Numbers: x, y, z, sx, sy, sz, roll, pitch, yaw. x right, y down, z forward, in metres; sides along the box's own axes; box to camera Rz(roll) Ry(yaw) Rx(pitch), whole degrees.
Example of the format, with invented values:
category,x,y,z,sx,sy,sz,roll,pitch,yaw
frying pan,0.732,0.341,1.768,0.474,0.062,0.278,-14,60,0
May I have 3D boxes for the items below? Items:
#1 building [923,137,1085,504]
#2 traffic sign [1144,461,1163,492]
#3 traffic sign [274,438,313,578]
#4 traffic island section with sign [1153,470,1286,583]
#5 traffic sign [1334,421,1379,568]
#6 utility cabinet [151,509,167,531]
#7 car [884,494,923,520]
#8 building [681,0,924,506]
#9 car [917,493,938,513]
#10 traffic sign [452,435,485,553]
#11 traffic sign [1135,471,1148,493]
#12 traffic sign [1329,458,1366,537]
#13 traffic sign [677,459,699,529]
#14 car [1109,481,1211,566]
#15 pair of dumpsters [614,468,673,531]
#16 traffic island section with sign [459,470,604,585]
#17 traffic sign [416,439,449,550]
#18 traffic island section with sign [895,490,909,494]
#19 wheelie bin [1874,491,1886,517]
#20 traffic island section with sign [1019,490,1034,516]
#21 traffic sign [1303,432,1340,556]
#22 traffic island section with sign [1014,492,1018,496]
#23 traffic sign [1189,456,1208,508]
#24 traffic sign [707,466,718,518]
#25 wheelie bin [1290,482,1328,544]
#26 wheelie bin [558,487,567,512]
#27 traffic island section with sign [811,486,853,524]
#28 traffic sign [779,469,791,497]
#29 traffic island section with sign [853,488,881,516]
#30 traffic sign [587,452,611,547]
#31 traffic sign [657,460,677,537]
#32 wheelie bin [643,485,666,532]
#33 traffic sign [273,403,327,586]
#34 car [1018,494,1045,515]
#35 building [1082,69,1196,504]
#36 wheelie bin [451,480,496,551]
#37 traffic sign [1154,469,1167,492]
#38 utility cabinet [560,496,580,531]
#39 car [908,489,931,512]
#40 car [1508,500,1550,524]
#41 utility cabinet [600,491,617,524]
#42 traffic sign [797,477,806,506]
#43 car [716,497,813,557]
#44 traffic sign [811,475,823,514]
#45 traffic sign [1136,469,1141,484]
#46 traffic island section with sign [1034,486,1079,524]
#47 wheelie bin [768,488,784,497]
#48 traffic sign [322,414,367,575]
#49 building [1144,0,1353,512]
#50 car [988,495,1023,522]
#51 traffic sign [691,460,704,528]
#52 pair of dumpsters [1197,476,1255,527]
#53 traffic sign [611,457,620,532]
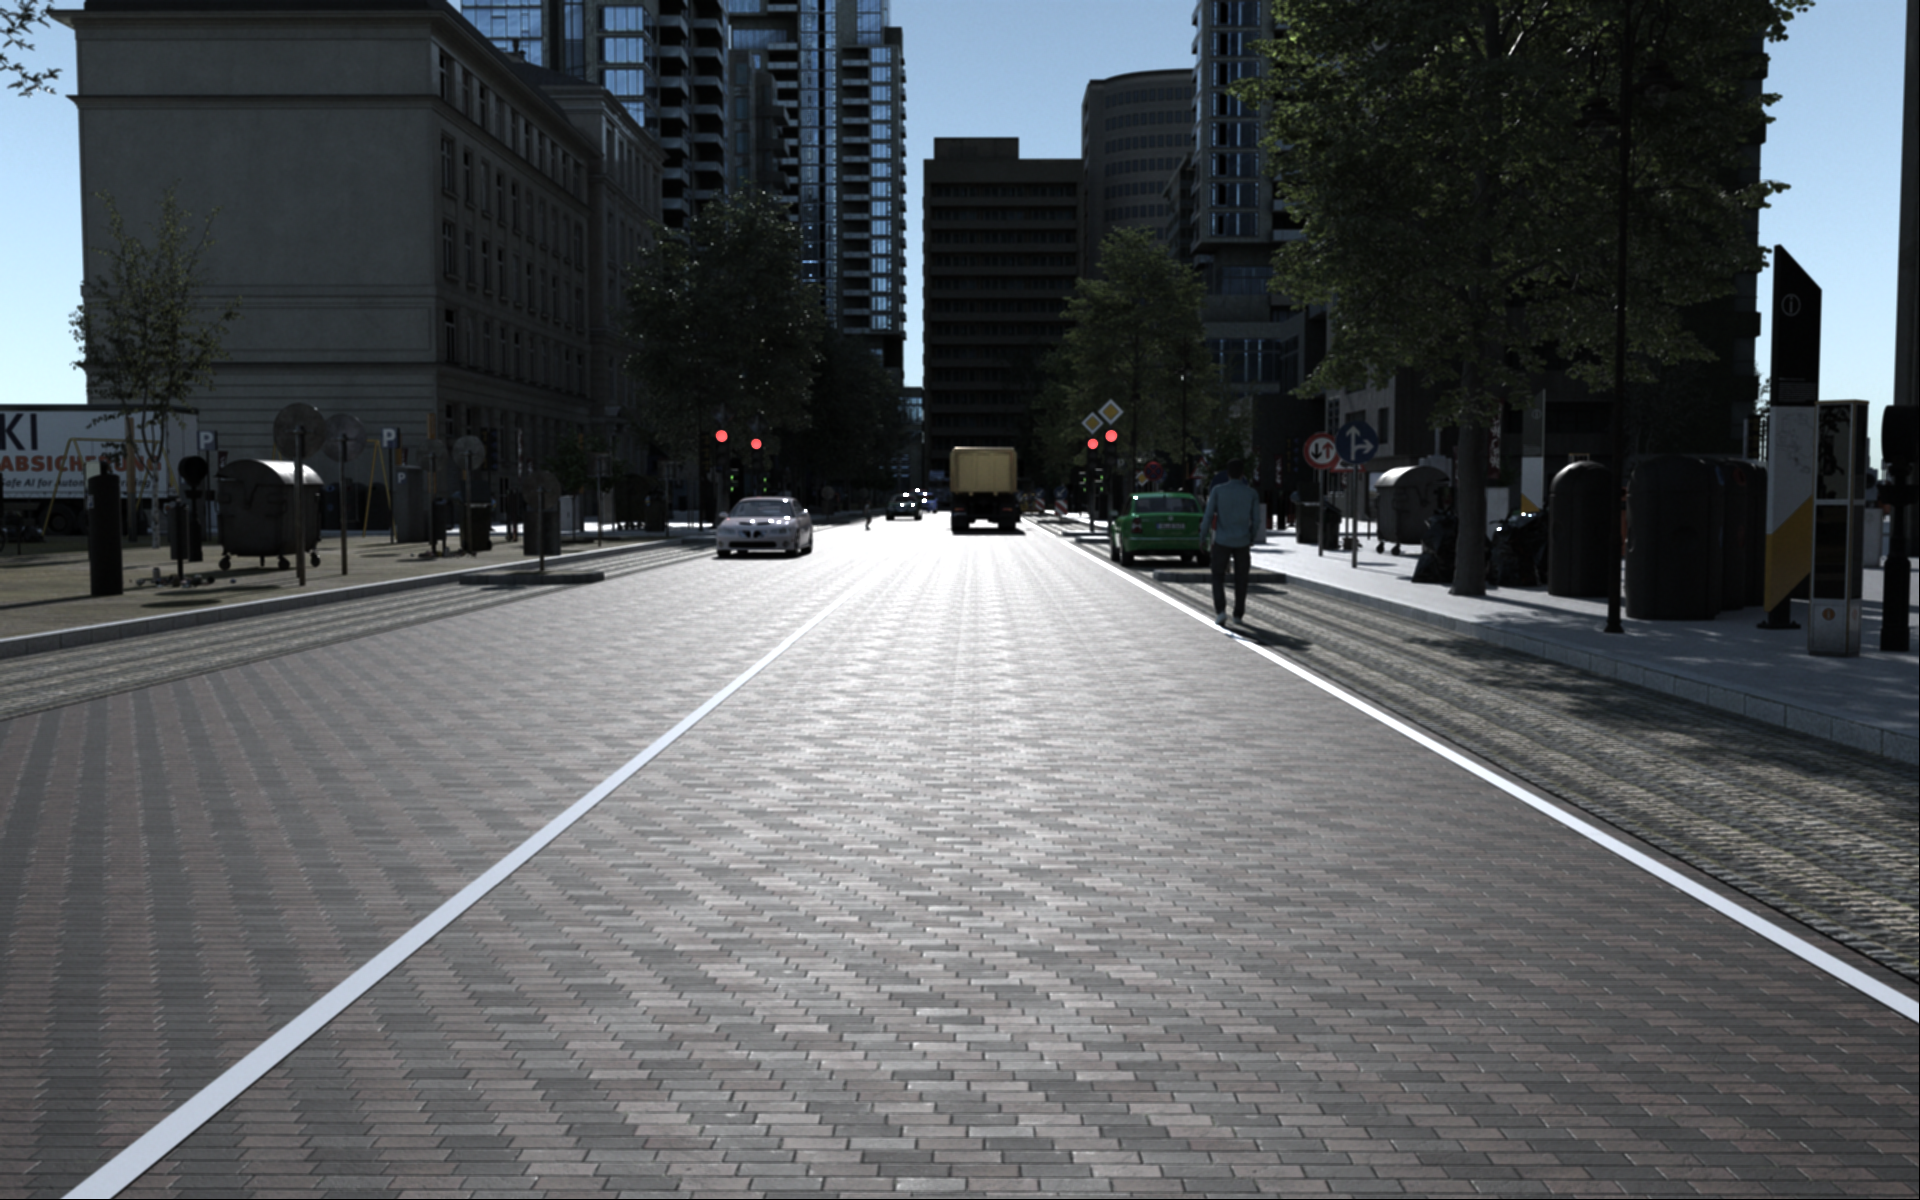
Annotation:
category,x,y,z,sx,sy,sz,roll,pitch,yaw
building,5.835,-37.590,238.290,21.600,48.544,21.300,0,4,1
traffic sign,7.545,-4.128,67.600,0.768,2.556,0.104,1,4,9
traffic sign,-10.147,-1.616,26.522,0.768,2.556,0.104,0,4,7
traffic island section with sign,4.236,-1.224,28.642,1.989,1.847,2.006,0,4,1
traffic sign,6.875,-1.835,30.110,0.768,2.556,0.104,0,4,1
utility cabinet,-27.212,-3.121,59.711,1.173,1.500,0.318,-3,4,-38
car,-3.108,-5.183,96.543,2.131,1.459,4.920,0,4,2
building,-20.457,-56.599,238.072,31.000,86.520,22.319,0,4,1
car,-2.625,-7.430,131.075,1.945,1.707,3.694,0,4,2
traffic sign,-10.639,-2.286,37.488,0.768,2.556,0.104,1,4,9
traffic sign,8.858,-5.086,84.348,0.795,2.450,0.064,0,4,6
traffic sign,9.422,-2.576,42.123,0.884,2.594,0.081,0,4,5
traffic sign,-10.000,-3.904,63.830,0.884,2.594,0.081,0,4,4
car,4.075,-1.635,35.525,1.959,1.807,4.718,0,4,1
pair of dumpsters,-11.467,-3.667,62.453,1.574,2.255,4.437,0,4,0
traffic island section with sign,-6.887,-1.196,28.177,1.989,1.847,2.006,0,4,1
traffic sign,-12.191,-2.441,40.011,0.768,2.556,0.104,0,4,4
traffic island section with sign,-5.629,-9.355,161.576,1.989,1.847,2.006,0,4,1
wheelie bin,52.472,-5.561,98.824,0.693,1.594,0.980,1,4,18
traffic island section with sign,5.010,-6.300,111.637,1.989,1.847,2.006,0,4,1
traffic sign,7.446,-2.176,35.676,0.768,2.556,0.104,0,4,7
traffic island section with sign,5.738,-10.969,187.971,1.989,1.847,2.006,0,4,1
traffic sign,8.336,-3.656,59.772,0.884,2.594,0.081,1,4,10
traffic sign,-11.211,-4.836,79.167,0.768,2.556,0.104,1,4,9
wheelie bin,9.051,-2.273,45.076,0.980,1.594,0.693,0,4,-4
wheelie bin,-17.270,-4.091,74.791,0.693,1.594,0.980,-3,4,-39
traffic island section with sign,-6.356,-4.596,83.765,1.989,1.847,2.006,0,4,1
traffic sign,-9.114,-5.470,89.544,0.768,2.556,0.104,0,4,5
traffic island section with sign,-6.110,-6.253,110.860,1.989,1.847,2.006,0,4,1
traffic sign,-8.798,-2.453,42.230,0.606,2.300,0.079,0,4,5
traffic sign,-8.790,-3.050,51.996,0.606,2.300,0.079,1,4,10
wheelie bin,-10.288,-3.101,58.615,0.693,1.594,0.980,1,4,12
traffic sign,-9.229,-1.475,24.229,0.768,2.556,0.104,0,4,4
car,4.887,-6.677,119.387,2.015,1.641,3.980,0,4,-1
building,31.247,-42.561,237.873,28.212,58.520,21.231,0,4,1
wheelie bin,-11.076,-1.925,39.384,0.980,1.594,0.693,-2,4,-29
traffic sign,9.402,-5.012,82.051,0.768,2.556,0.104,0,4,7
utility cabinet,-13.826,-3.070,61.355,0.306,1.237,1.020,-3,4,-38
car,-3.383,-8.039,140.112,2.281,1.827,5.304,0,4,-1
car,19.416,-2.641,54.985,4.920,1.459,2.131,0,4,-1
utility cabinet,-14.943,-3.963,73.471,0.318,1.500,1.173,1,4,15
traffic sign,-11.637,-7.755,126.804,0.884,2.594,0.081,0,4,1
car,-4.595,-1.762,41.165,2.083,1.381,4.827,0,4,2
traffic sign,-9.041,-6.689,109.468,0.768,2.556,0.104,1,4,9
traffic sign,9.035,-5.431,88.896,0.768,2.556,0.104,1,4,8
traffic island section with sign,4.766,-4.625,84.249,1.989,1.847,2.006,0,4,1
wheelie bin,-9.687,-5.075,90.878,0.980,1.594,0.693,-2,4,-27
traffic sign,-9.792,-1.674,27.482,0.768,2.556,0.104,0,4,3
building,29.641,-51.667,157.419,22.319,86.520,31.000,0,4,1
car,2.298,-4.940,90.553,2.009,1.686,4.222,0,4,1
traffic sign,-10.115,-4.002,65.436,0.884,2.594,0.081,0,4,2
pair of dumpsters,9.699,-3.710,63.153,1.574,2.255,4.437,0,4,1
traffic sign,-11.812,-3.599,58.950,0.768,2.556,0.104,0,4,6
